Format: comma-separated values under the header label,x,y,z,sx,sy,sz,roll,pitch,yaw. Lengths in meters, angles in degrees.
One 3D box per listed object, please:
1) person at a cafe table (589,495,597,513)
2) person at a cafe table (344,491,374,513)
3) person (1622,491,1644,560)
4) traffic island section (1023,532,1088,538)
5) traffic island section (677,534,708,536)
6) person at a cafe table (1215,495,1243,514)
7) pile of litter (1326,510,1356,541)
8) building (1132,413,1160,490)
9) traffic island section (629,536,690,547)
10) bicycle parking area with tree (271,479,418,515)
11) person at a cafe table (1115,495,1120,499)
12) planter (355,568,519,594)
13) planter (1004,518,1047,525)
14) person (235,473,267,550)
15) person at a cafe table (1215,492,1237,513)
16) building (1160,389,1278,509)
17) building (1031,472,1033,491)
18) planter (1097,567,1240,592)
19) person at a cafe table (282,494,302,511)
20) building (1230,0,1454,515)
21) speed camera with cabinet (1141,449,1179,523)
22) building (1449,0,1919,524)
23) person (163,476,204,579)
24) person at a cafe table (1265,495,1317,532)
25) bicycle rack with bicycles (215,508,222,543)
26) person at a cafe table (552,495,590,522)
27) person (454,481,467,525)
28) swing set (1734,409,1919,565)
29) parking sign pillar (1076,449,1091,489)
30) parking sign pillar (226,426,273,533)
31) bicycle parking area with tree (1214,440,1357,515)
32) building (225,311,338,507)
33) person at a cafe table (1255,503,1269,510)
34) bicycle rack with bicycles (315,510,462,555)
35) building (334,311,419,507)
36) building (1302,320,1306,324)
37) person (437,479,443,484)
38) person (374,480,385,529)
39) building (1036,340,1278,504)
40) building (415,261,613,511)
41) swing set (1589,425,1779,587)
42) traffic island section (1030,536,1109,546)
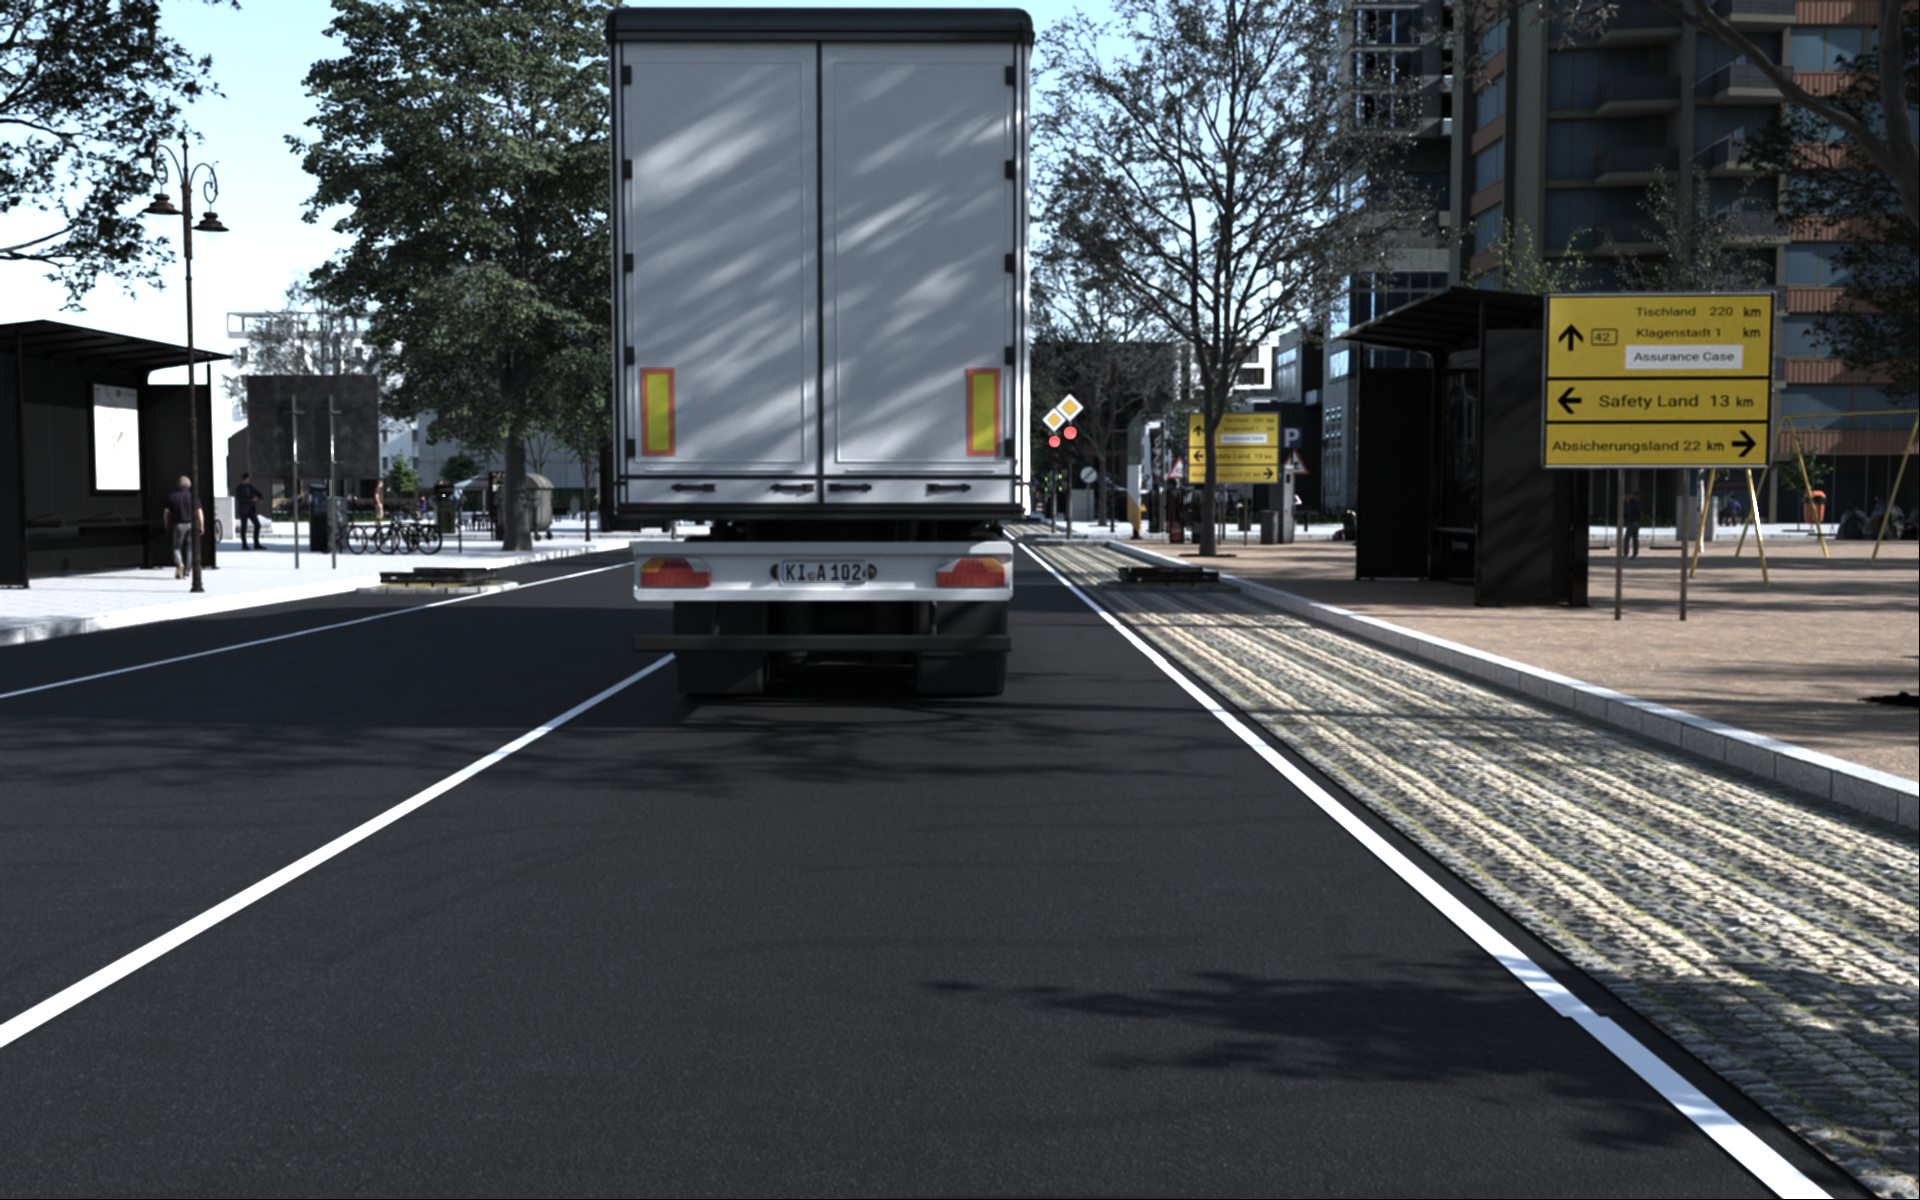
label,x,y,z,sx,sy,sz,roll,pitch,yaw
person at a cafe table,-24.816,-6.763,119.083,1.698,1.524,1.622,-1,4,-20
person at a cafe table,-40.525,-6.590,116.261,1.622,1.524,1.698,1,4,12
person,13.160,-1.471,34.001,0.435,1.345,0.340,-3,5,-40
traffic island section,3.082,-2.095,56.533,2.009,0.180,2.903,0,3,0
traffic island section,-8.039,-2.095,56.539,2.009,0.180,2.903,0,3,0
person at a cafe table,15.789,-5.453,100.017,1.726,1.238,1.698,1,4,22
pile of litter,10.839,-2.081,47.986,1.719,0.858,1.176,3,5,42
building,23.767,-14.548,180.013,9.099,9.664,28.070,0,3,0
traffic island section,-8.039,-1.607,48.554,2.009,0.180,2.903,0,3,0
bicycle parking area with tree,-38.209,-7.373,107.551,9.016,4.147,8.231,-1,4,-14
person at a cafe table,8.626,-4.979,92.275,1.698,1.238,1.726,-1,4,-16
planter,-7.722,-0.292,25.918,1.991,0.319,1.994,0,3,0
planter,3.089,-3.720,81.958,1.991,0.319,1.994,0,3,0
person,-16.303,-2.045,39.919,0.568,1.767,0.683,1,4,19
person at a cafe table,18.340,-6.771,119.228,1.622,1.524,1.698,-1,4,-9
building,23.935,-12.835,151.995,9.099,9.664,28.070,0,3,0
building,-5.800,-22.737,238.206,31.486,18.905,16.747,0,3,0
planter,3.080,-0.302,26.084,1.991,0.319,1.994,0,3,0
person at a cafe table,-49.409,-7.332,128.391,1.698,1.524,1.622,1,4,8
building,31.777,-49.028,114.277,22.319,86.520,31.000,0,3,0
speed camera with cabinet,8.582,-5.017,76.358,2.038,3.252,0.660,0,4,-6
building,37.282,-26.148,82.148,28.867,44.769,22.147,0,3,0
person,-11.788,-1.095,26.148,0.569,1.553,0.471,1,4,9
person at a cafe table,11.359,-3.122,59.562,1.698,1.524,1.622,0,4,7
bicycle rack with bicycles,-20.922,-1.966,45.524,2.852,0.926,2.925,-3,4,-36
person at a cafe table,-17.877,-4.201,79.552,1.698,1.238,1.726,-2,4,-26
person,-20.670,-4.013,71.518,0.599,1.838,0.709,2,4,31
swing set,17.118,-2.170,33.094,2.862,2.851,3.119,-2,4,-29
parking sign pillar,7.368,-7.014,103.148,1.447,3.967,1.447,2,4,26
parking sign pillar,-23.420,-4.191,56.997,1.447,3.967,1.447,-3,4,-36
bicycle parking area with tree,17.292,-6.316,90.263,8.231,4.147,9.016,-1,4,-22
building,-69.773,-20.136,185.642,11.380,20.091,16.016,0,3,0
person at a cafe table,18.140,-5.559,101.744,1.698,1.238,1.726,-1,4,-12
bicycle rack with bicycles,-12.080,-1.467,37.364,2.925,0.926,2.852,3,4,36
building,-57.979,-20.126,185.486,11.380,20.091,16.016,0,3,0
building,43.152,-20.145,185.792,11.380,20.091,16.016,0,3,0
person,-19.801,-3.688,66.218,0.599,1.838,0.709,-2,4,-29
person,-21.471,-3.541,64.073,0.434,1.807,0.598,-1,4,-8
building,26.379,-24.405,243.000,32.646,21.610,27.936,0,3,0
building,-32.949,-17.191,147.535,16.747,18.905,31.486,0,3,0
swing set,9.668,-1.691,25.268,3.119,2.851,2.862,0,4,3
traffic island section,3.082,-1.607,48.548,2.009,0.180,2.903,0,3,0
